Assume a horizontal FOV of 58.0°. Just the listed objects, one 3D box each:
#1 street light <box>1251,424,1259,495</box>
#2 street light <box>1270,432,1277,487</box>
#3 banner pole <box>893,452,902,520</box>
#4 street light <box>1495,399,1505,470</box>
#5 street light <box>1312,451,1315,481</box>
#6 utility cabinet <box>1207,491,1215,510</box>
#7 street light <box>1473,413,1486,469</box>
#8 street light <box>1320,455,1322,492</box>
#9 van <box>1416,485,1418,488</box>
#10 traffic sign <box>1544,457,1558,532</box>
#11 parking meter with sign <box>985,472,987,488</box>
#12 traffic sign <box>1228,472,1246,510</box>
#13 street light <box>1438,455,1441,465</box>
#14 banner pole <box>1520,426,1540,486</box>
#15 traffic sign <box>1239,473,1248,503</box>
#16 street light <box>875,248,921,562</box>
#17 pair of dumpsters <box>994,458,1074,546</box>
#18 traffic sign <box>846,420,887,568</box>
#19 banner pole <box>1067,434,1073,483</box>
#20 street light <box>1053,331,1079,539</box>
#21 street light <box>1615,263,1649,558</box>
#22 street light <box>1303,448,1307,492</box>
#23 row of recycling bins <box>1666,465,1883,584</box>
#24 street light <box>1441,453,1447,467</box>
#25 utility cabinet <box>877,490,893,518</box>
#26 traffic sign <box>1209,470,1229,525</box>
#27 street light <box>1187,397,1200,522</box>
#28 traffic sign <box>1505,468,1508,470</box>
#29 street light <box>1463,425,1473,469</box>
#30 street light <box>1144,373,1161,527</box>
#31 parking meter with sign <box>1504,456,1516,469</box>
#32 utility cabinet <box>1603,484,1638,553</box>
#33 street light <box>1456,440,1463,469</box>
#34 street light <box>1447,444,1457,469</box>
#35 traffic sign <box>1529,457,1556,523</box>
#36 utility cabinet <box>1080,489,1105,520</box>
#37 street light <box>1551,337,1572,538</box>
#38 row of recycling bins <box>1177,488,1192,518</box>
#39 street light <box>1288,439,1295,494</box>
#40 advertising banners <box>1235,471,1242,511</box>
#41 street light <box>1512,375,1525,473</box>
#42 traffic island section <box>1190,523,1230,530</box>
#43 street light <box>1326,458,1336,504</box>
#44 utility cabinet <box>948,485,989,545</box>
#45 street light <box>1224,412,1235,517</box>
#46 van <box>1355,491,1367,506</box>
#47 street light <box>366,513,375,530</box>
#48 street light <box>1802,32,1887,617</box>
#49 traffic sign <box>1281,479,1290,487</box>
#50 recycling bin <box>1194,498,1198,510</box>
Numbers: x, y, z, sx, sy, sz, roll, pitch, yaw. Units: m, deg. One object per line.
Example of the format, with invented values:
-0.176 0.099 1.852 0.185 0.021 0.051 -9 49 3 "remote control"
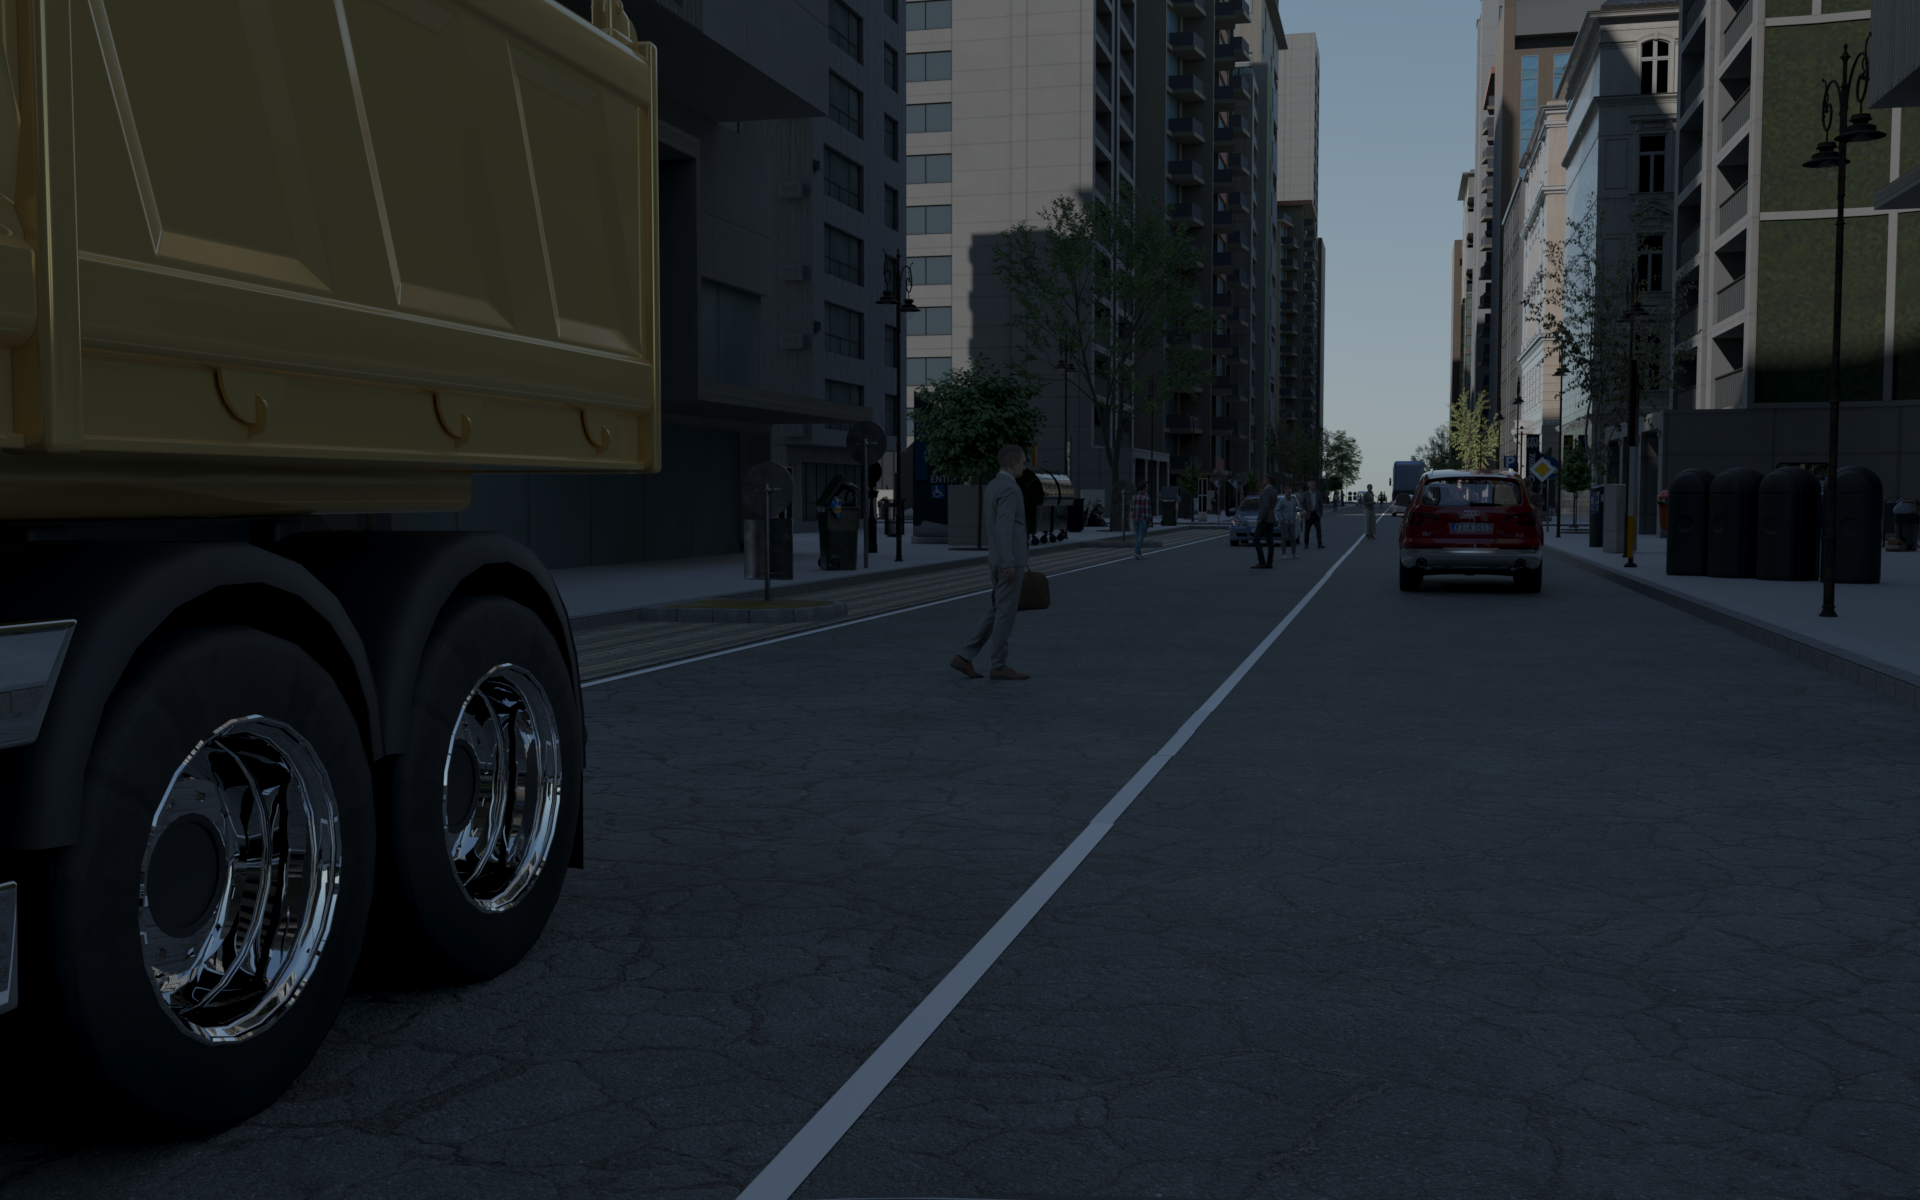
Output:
19.040 -8.517 112.044 0.468 5.910 1.993 1 4 14 "street light"
23.428 -9.571 129.281 0.468 5.910 1.993 1 4 14 "street light"
-3.110 -5.937 87.094 0.863 3.779 0.401 -1 4 -19 "banner pole"
25.597 -6.697 82.278 0.468 5.910 1.993 1 4 14 "street light"
37.965 -13.049 186.136 0.468 5.910 1.993 1 4 14 "street light"
17.097 -6.683 117.946 1.173 1.500 0.318 -1 4 -9 "utility cabinet"
29.693 -7.707 98.804 0.468 5.910 1.993 1 4 14 "street light"
42.210 -14.050 202.501 0.468 5.910 1.993 1 4 14 "street light"
18.234 -3.653 66.741 2.013 2.044 4.112 1 4 14 "van"
20.014 -3.597 58.920 0.768 2.556 0.104 1 4 19 "traffic sign"
1.825 -4.443 68.902 1.738 3.016 0.543 -1 4 -18 "parking meter with sign"
12.549 -4.578 78.488 0.795 2.450 0.064 1 4 14 "traffic sign"
52.935 -13.278 189.879 0.468 5.910 1.993 1 4 14 "street light"
20.801 -4.494 63.491 0.863 3.779 0.401 1 4 23 "banner pole"
16.673 -6.265 102.537 0.768 2.556 0.104 1 4 15 "traffic sign"
-1.162 -3.670 32.796 0.468 5.910 1.993 1 4 14 "street light"
1.835 -2.602 45.034 1.574 2.255 4.437 1 4 14 "pair of dumpsters"
-1.630 -1.826 29.959 0.768 2.556 0.104 1 4 19 "traffic sign"
4.563 -5.028 72.217 0.401 3.779 0.863 -1 4 -11 "banner pole"
3.012 -4.681 49.330 0.468 5.910 1.993 1 4 14 "street light"
13.462 -3.794 34.816 0.468 5.910 1.993 1 4 14 "street light"
33.795 -12.053 169.856 0.468 5.910 1.993 1 4 14 "street light"
12.212 -1.166 26.171 1.069 1.692 3.534 -2 4 -28 "row of recycling bins"
48.669 -12.259 173.229 0.468 5.910 1.993 1 4 14 "street light"
-4.047 -5.029 90.902 1.173 1.500 0.318 -2 4 -25 "utility cabinet"
10.575 -4.104 70.750 0.795 2.450 0.064 1 4 14 "traffic sign"
10.659 -6.505 79.149 0.468 5.910 1.993 1 4 14 "street light"
21.419 -3.935 67.974 0.795 2.450 0.064 1 4 14 "traffic sign"
33.975 -8.726 115.453 0.468 5.910 1.993 1 4 14 "street light"
7.367 -5.728 66.444 0.468 5.910 1.993 1 4 14 "street light"
24.874 -5.001 78.026 0.543 3.016 1.738 1 4 10 "parking meter with sign"
14.442 -1.783 37.831 0.318 1.500 1.173 3 5 42 "utility cabinet"
38.201 -9.718 131.675 0.468 5.910 1.993 1 4 14 "street light"
44.650 -11.269 157.028 0.468 5.910 1.993 1 4 14 "street light"
17.968 -3.199 53.486 0.795 2.450 0.064 1 4 19 "traffic sign"
6.410 -4.595 83.808 1.173 1.500 0.318 -2 4 -24 "utility cabinet"
17.687 -4.785 51.026 0.468 5.910 1.993 1 4 14 "street light"
11.827 -5.249 92.933 1.069 1.692 3.534 0 4 -5 "row of recycling bins"
27.736 -10.591 145.954 0.468 5.910 1.993 1 4 14 "street light"
21.142 -8.258 131.200 0.090 3.025 2.074 1 4 23 "advertising banners"
21.714 -5.792 67.489 0.468 5.910 1.993 1 4 14 "street light"
10.551 -2.969 70.818 2.009 0.180 2.903 1 4 14 "traffic island section"
50.161 -15.982 234.098 0.468 5.910 1.993 1 4 14 "street light"
0.306 -2.087 42.794 1.173 1.500 0.318 0 4 7 "utility cabinet"
14.914 -7.528 95.871 0.468 5.910 1.993 1 4 14 "street light"
49.215 -12.499 211.365 2.013 2.044 4.112 1 4 13 "van"
-5.500 -2.645 16.040 0.468 5.910 1.993 1 4 14 "street light"
9.088 -2.762 17.948 0.468 5.910 1.993 1 4 14 "street light"
26.827 -8.726 142.779 0.768 2.556 0.104 1 4 21 "traffic sign"
14.752 -6.000 110.652 0.722 1.027 0.722 -1 4 -20 "recycling bin"
